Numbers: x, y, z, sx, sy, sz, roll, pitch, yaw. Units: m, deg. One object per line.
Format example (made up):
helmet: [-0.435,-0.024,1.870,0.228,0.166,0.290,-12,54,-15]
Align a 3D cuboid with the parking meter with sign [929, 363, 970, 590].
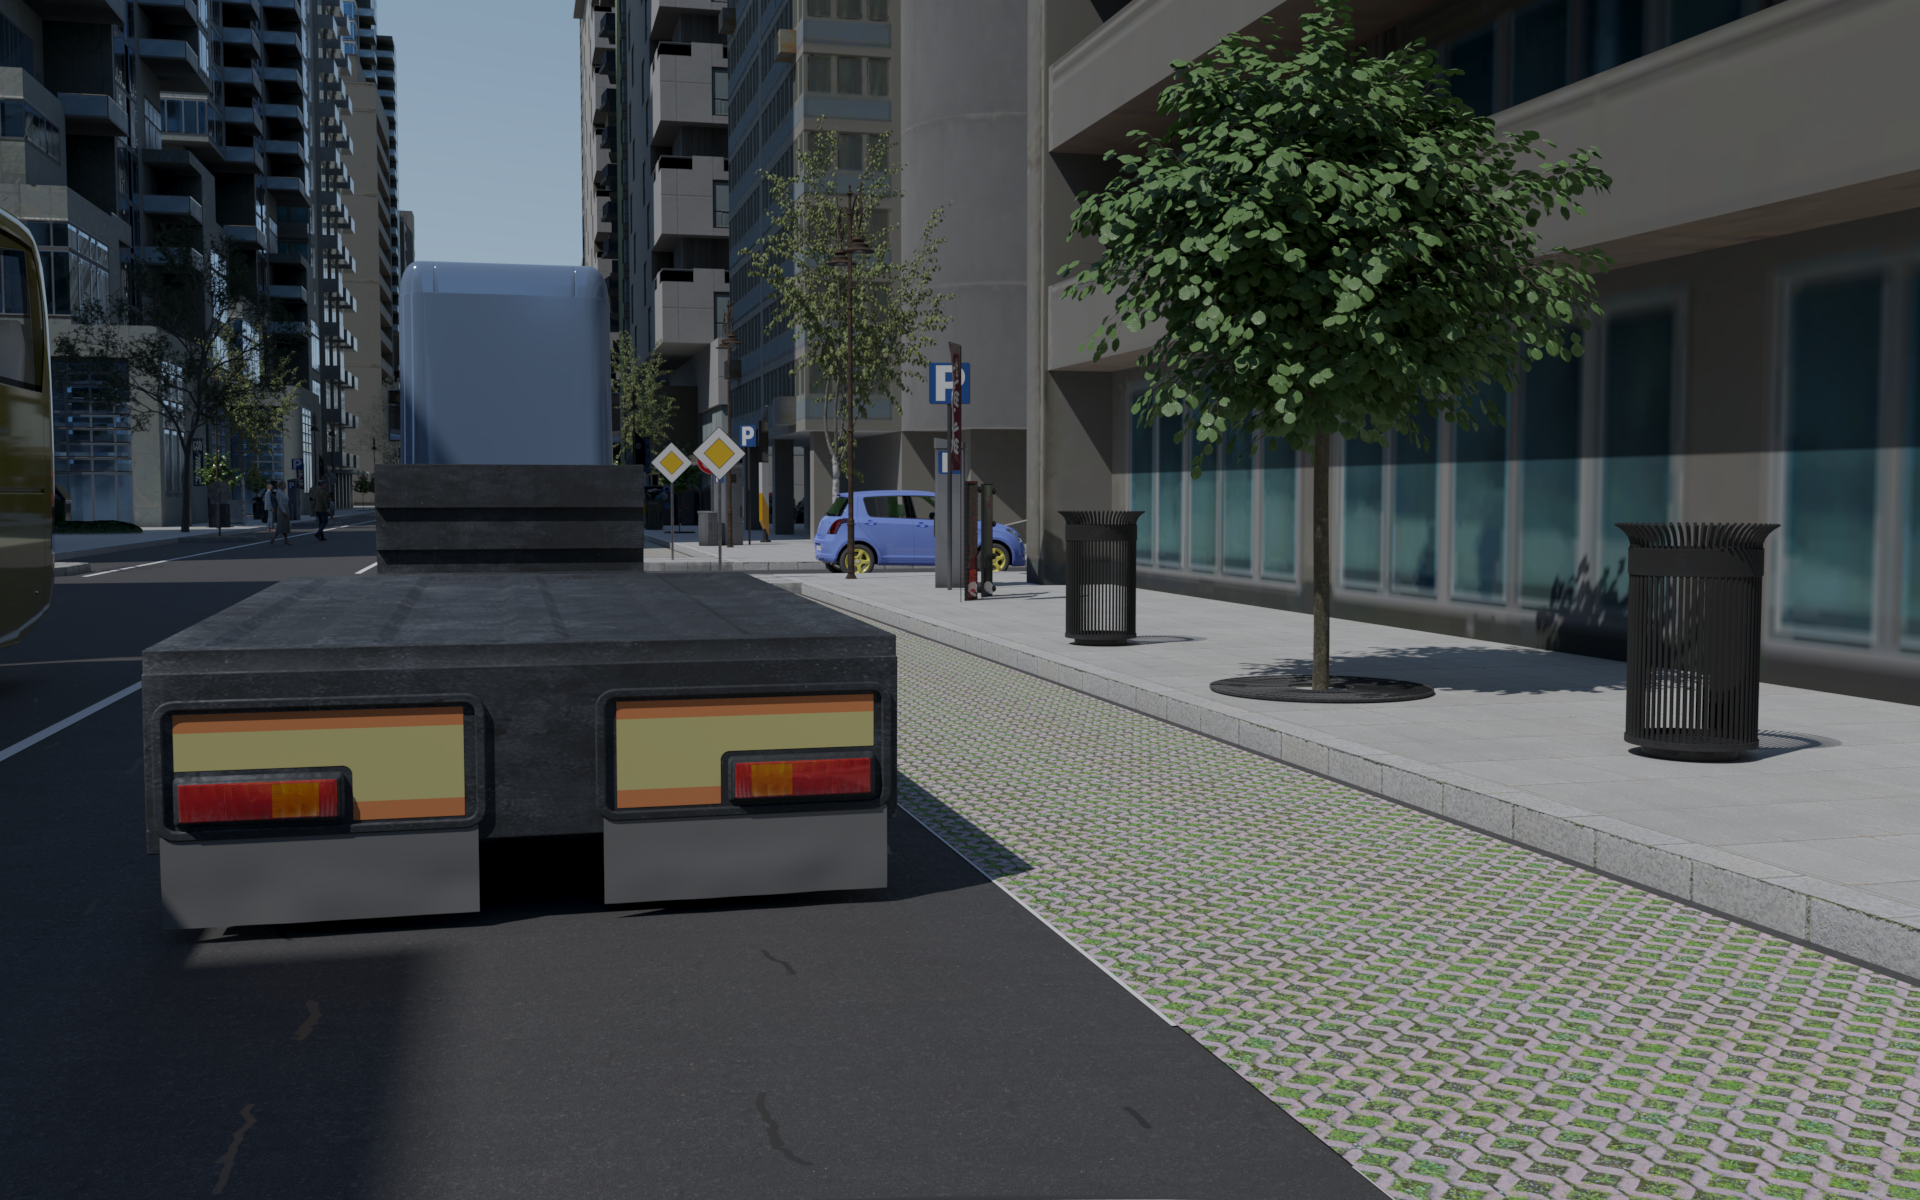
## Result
parking meter with sign: [-0.095,-1.689,23.869,0.543,3.016,1.738,0,4,3]

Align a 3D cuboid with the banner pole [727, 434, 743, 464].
banner pole: [-9.369,-4.998,71.734,0.863,3.779,0.401,-1,4,-20]

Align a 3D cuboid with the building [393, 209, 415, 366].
building: [-83.424,-34.122,241.485,14.154,41.232,14.086,-1,4,-14]

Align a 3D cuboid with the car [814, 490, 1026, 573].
car: [-0.688,-1.266,30.296,3.694,1.707,1.945,-1,4,-15]

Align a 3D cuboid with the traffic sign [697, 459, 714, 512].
traffic sign: [-6.302,-2.689,44.075,0.768,2.556,0.104,0,4,-5]

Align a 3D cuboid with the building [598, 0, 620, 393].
building: [-17.550,-29.717,140.502,22.147,44.769,28.867,-1,4,-14]

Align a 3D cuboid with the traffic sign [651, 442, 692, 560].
traffic sign: [-5.600,-1.837,33.674,0.795,2.450,0.064,-1,4,-14]

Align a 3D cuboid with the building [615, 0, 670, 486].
building: [-16.432,-26.616,118.761,14.154,41.232,14.086,-1,4,-14]

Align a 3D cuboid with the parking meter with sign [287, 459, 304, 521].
parking meter with sign: [-32.464,-5.385,84.312,0.543,3.016,1.738,0,4,-5]

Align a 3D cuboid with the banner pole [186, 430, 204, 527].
banner pole: [-30.040,-4.769,67.996,0.401,3.779,0.863,2,4,33]

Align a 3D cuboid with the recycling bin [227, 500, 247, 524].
recycling bin: [-30.839,-3.751,73.888,0.722,1.027,0.722,-1,4,-18]

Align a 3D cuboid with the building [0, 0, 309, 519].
building: [-53.914,-48.949,112.993,22.319,86.520,31.000,-1,4,-14]

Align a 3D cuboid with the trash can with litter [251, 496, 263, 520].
trash can with litter: [-35.366,-4.626,87.016,0.624,1.170,1.055,-2,4,-29]

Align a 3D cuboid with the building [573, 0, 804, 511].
building: [-22.100,-35.410,168.195,28.713,52.752,27.495,-1,4,-14]

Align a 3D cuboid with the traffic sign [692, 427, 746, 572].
traffic sign: [-3.602,-1.364,25.942,0.795,2.450,0.064,-1,4,-14]

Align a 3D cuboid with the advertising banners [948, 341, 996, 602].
advertising banners: [0.144,-1.513,20.928,0.090,3.025,2.074,1,4,16]

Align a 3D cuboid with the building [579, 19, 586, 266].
building: [-41.254,-48.333,228.500,20.563,71.187,20.611,-1,4,-14]

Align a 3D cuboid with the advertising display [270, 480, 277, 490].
advertising display: [-31.950,-4.617,80.695,0.123,1.923,0.974,-2,4,-32]

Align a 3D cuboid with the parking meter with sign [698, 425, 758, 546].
parking meter with sign: [-5.813,-2.875,43.260,0.543,3.016,1.738,2,4,34]

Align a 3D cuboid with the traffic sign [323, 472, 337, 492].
traffic sign: [-36.919,-6.202,101.500,0.768,2.556,0.104,-1,4,-13]

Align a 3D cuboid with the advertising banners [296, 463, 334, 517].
advertising banners: [-36.852,-6.280,98.857,2.074,3.025,0.090,-1,4,-14]

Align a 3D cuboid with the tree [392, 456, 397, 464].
tree: [-61.060,-14.805,192.423,4.737,8.622,4.395,0,3,0]

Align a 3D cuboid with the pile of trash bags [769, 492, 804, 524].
pile of trash bags: [-7.772,-4.371,81.225,1.912,1.369,3.447,-3,5,-43]

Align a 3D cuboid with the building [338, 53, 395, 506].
building: [-75.164,-34.820,193.015,21.300,48.544,21.600,-1,4,-14]

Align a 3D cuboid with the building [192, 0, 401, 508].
building: [-80.903,-55.341,217.488,22.319,86.520,31.000,-1,4,-14]

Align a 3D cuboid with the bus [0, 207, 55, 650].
bus: [-6.648,-0.972,7.447,2.896,3.916,12.252,-1,4,-16]

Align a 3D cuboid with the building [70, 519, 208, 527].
building: [-45.446,-46.707,76.334,22.319,86.520,31.000,-1,4,-14]

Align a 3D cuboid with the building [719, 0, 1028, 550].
building: [5.402,-22.190,54.686,23.993,40.220,32.217,-1,4,-14]

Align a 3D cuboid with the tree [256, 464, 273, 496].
tree: [-40.024,-6.335,98.178,1.663,3.219,1.824,0,3,0]

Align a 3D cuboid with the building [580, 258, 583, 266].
building: [-42.278,-34.339,253.321,32.217,40.220,23.993,-1,4,-14]

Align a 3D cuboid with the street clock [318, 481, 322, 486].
street clock: [-36.269,-5.740,98.426,0.471,2.002,0.358,3,5,44]

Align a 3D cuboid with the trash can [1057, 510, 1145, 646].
trash can: [1.202,-0.191,14.773,0.748,1.137,0.748,0,3,0]

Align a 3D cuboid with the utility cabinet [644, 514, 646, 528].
utility cabinet: [-11.728,-3.300,65.115,1.020,1.237,0.306,-2,4,-30]

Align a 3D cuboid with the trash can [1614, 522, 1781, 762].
trash can: [3.587,0.194,8.474,0.748,1.137,0.748,0,3,0]

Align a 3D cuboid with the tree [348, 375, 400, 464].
tree: [-57.541,-16.357,177.802,12.009,13.543,11.850,0,3,0]

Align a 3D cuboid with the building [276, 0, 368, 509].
building: [-62.792,-32.079,144.101,23.786,49.044,30.456,-1,4,-14]

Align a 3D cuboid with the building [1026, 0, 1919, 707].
building: [13.898,-24.003,16.155,21.300,48.544,21.600,-1,4,-14]
